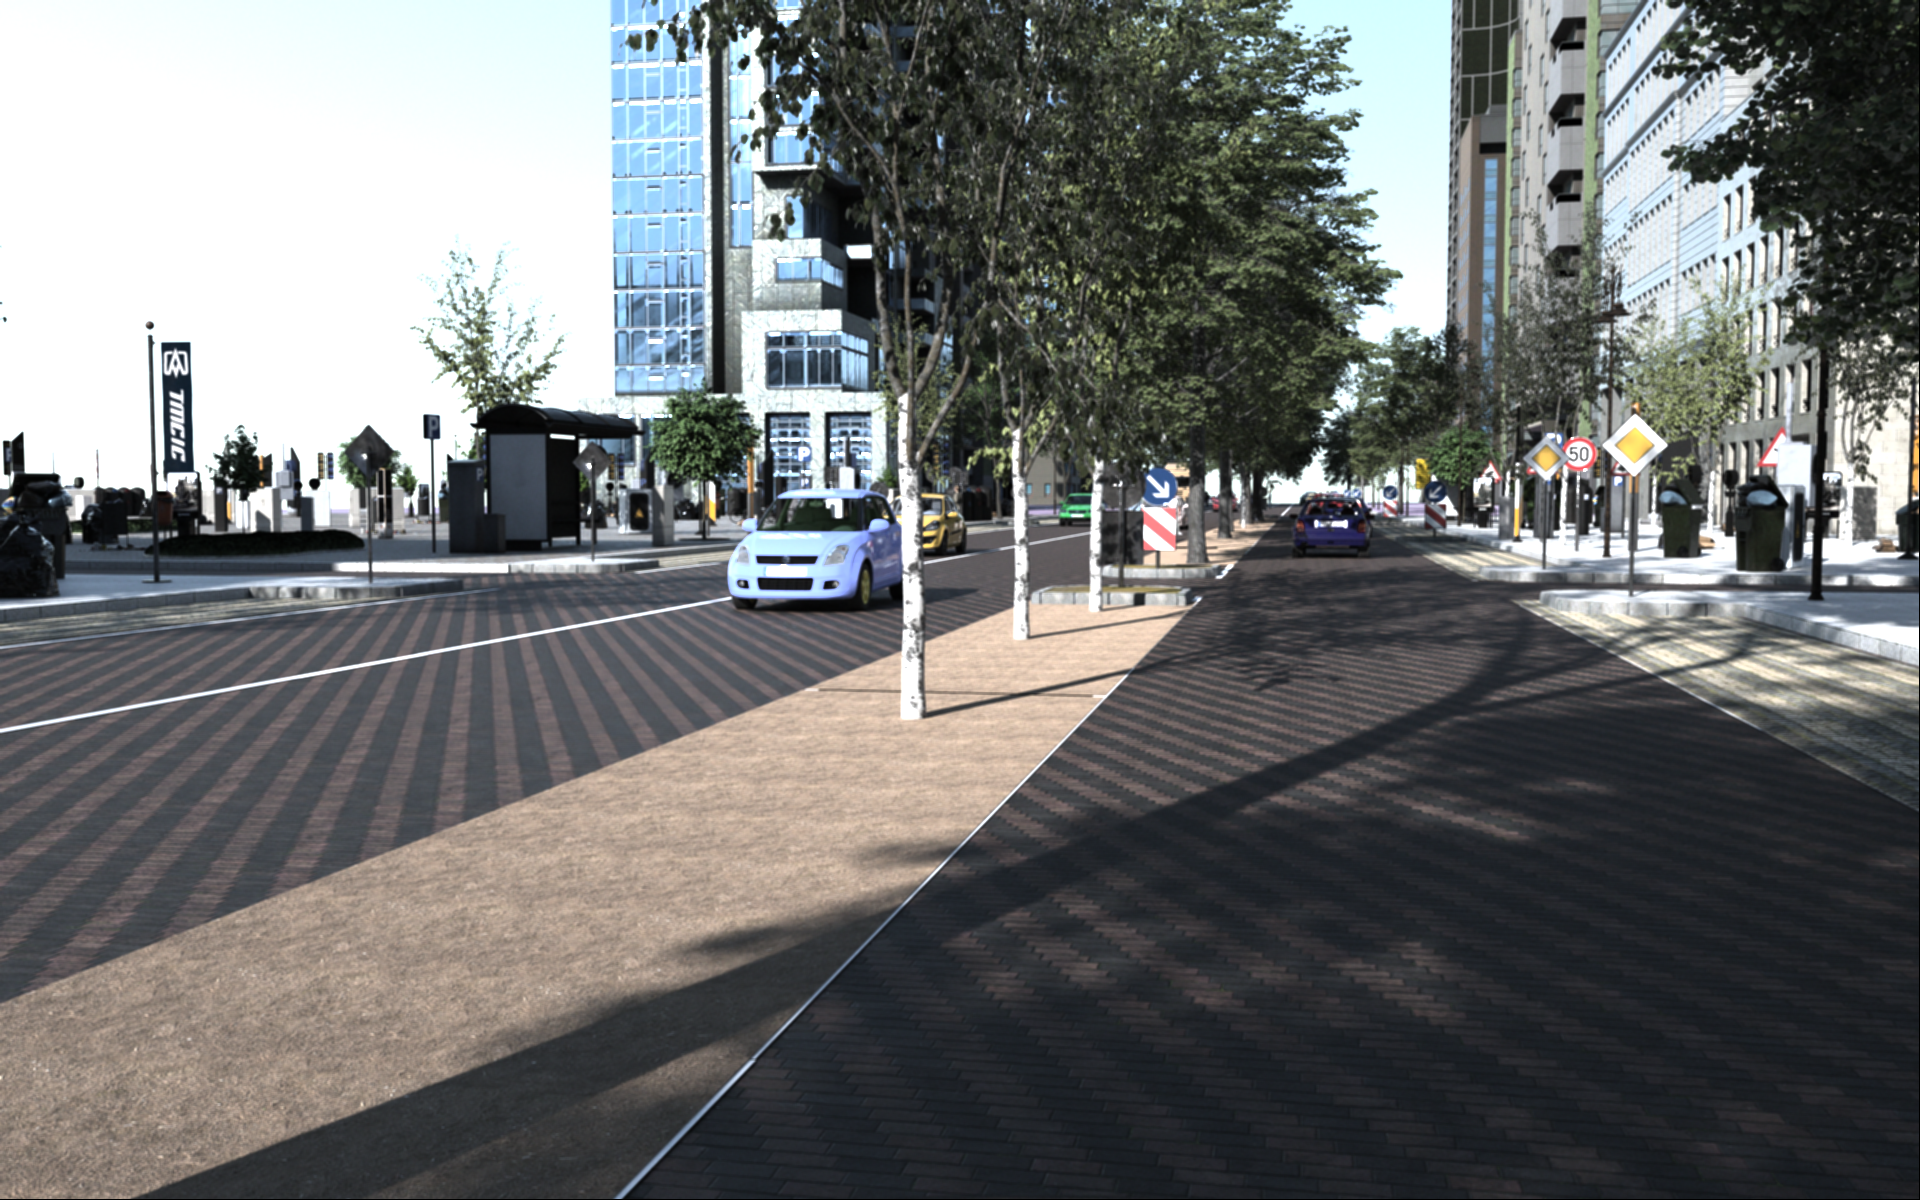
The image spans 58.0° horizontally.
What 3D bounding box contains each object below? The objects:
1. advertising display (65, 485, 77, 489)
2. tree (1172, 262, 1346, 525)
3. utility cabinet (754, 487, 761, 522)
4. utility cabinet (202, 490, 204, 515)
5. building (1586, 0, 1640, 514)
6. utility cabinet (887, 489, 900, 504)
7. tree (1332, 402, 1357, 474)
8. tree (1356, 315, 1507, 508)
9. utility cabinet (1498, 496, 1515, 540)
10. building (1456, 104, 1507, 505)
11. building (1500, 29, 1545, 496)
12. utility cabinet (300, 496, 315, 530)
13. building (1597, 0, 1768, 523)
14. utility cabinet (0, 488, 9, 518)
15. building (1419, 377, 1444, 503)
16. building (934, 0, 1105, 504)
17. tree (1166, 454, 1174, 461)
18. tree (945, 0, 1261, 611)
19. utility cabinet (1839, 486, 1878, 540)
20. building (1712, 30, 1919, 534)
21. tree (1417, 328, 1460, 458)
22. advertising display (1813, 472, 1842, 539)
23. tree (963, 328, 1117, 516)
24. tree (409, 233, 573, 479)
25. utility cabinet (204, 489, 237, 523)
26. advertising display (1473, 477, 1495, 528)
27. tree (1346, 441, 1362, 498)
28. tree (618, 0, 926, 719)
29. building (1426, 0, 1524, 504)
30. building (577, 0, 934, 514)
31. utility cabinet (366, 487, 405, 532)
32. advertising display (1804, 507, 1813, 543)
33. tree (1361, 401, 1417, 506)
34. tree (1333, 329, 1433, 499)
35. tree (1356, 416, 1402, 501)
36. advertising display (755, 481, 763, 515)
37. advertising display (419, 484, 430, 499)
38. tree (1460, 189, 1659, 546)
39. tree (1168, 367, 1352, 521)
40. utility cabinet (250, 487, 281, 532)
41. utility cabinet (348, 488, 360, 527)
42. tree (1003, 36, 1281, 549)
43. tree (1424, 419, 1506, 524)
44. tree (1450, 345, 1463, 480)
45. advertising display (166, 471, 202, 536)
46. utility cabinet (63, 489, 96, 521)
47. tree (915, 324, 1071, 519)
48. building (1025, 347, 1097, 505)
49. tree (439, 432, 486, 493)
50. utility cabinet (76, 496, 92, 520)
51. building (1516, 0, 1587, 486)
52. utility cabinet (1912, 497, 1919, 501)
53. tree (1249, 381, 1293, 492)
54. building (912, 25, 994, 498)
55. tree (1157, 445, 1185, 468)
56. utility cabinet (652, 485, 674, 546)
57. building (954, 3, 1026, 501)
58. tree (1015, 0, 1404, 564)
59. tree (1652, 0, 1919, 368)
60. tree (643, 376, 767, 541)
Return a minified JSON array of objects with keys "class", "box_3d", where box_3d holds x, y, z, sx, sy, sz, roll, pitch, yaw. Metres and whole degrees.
[{"class":"advertising display","box_3d":[-61.514,-7.024,120.054,0.123,1.923,0.974,3,5,40]},{"class":"tree","box_3d":[13.423,-10.492,80.654,9.857,13.997,8.962,0,3,0]},{"class":"utility cabinet","box_3d":[-6.520,-2.841,55.132,0.318,1.500,1.173,0,3,0]},{"class":"utility cabinet","box_3d":[-37.193,-4.759,86.486,1.173,1.500,0.318,-1,4,-18]},{"class":"building","box_3d":[48.204,-26.329,114.072,14.154,41.232,14.086,1,4,11]},{"class":"utility cabinet","box_3d":[-2.759,-3.886,72.220,0.318,1.500,1.173,1,4,13]},{"class":"tree","box_3d":[38.911,-13.941,162.345,8.767,10.594,7.601,1,4,20]},{"class":"tree","box_3d":[24.869,-9.523,90.116,7.601,10.594,8.767,1,4,10]},{"class":"utility cabinet","box_3d":[15.542,-2.327,49.203,0.306,1.237,1.020,2,4,26]},{"class":"building","box_3d":[64.998,-33.586,199.239,14.600,45.320,14.200,1,4,11]},{"class":"building","box_3d":[55.823,-28.838,155.096,14.154,41.232,14.086,1,4,11]},{"class":"utility cabinet","box_3d":[-17.180,-2.109,45.645,0.306,1.237,1.020,-1,4,-17]},{"class":"building","box_3d":[39.570,-18.795,84.789,11.434,29.767,29.804,1,4,11]},{"class":"utility cabinet","box_3d":[-36.134,-3.488,65.703,1.173,1.500,0.318,-3,5,-41]},{"class":"building","box_3d":[78.998,-24.170,240.211,27.650,21.520,28.899,1,4,11]},{"class":"building","box_3d":[10.851,-57.070,245.766,22.319,86.520,31.000,1,4,11]},{"class":"tree","box_3d":[23.060,-21.057,200.165,12.611,20.169,13.585,0,3,0]},{"class":"tree","box_3d":[1.662,-4.173,21.049,4.737,8.622,4.395,0,3,0]},{"class":"utility cabinet","box_3d":[24.929,-2.408,48.054,1.173,1.500,0.318,-2,4,-27]},{"class":"building","box_3d":[34.489,-12.661,61.763,10.420,20.320,16.860,1,4,11]},{"class":"tree","box_3d":[30.012,-12.100,115.964,7.486,12.596,7.792,0,3,0]},{"class":"advertising display","box_3d":[24.955,-2.746,50.114,0.974,1.923,0.123,2,4,25]},{"class":"tree","box_3d":[3.807,-10.791,102.194,9.928,11.665,9.643,0,3,0]},{"class":"tree","box_3d":[-13.562,-6.083,49.815,4.737,8.622,4.395,0,3,0]},{"class":"utility cabinet","box_3d":[-32.500,-4.132,76.232,1.173,1.500,0.318,-1,4,-10]},{"class":"advertising display","box_3d":[19.697,-3.668,65.180,0.123,1.923,0.974,-2,4,-29]},{"class":"tree","box_3d":[43.543,-14.369,185.298,4.737,8.622,4.395,0,3,0]},{"class":"tree","box_3d":[-0.325,-3.529,10.516,4.360,8.622,3.978,0,3,0]},{"class":"building","box_3d":[69.744,-47.528,215.336,20.563,71.187,20.611,1,4,11]},{"class":"building","box_3d":[-12.589,-49.649,124.437,22.319,86.520,31.000,1,4,11]},{"class":"utility cabinet","box_3d":[-19.279,-3.025,58.143,1.173,1.500,0.318,-2,4,-30]},{"class":"advertising display","box_3d":[21.934,-2.462,45.475,0.974,1.923,0.123,-2,4,-29]},{"class":"tree","box_3d":[33.938,-11.252,134.327,4.737,8.622,4.395,0,3,0]},{"class":"tree","box_3d":[47.518,-20.964,198.656,12.611,20.169,13.585,0,3,0]},{"class":"tree","box_3d":[35.731,-12.016,146.826,4.360,8.622,3.978,0,3,0]},{"class":"advertising display","box_3d":[-9.973,-4.940,85.983,0.123,1.923,0.974,1,4,11]},{"class":"advertising display","box_3d":[-32.847,-6.176,106.193,0.123,1.923,0.974,1,4,16]},{"class":"tree","box_3d":[15.040,-5.659,42.888,4.360,8.622,3.978,0,3,0]},{"class":"tree","box_3d":[15.610,-10.488,90.950,9.611,12.733,9.660,0,3,0]},{"class":"utility cabinet","box_3d":[-22.096,-2.837,55.056,1.173,1.500,0.318,2,4,33]},{"class":"utility cabinet","box_3d":[-23.424,-3.563,66.936,0.318,1.500,1.173,-2,4,-25]},{"class":"tree","box_3d":[6.124,-8.086,45.038,12.009,13.543,11.850,0,3,0]},{"class":"tree","box_3d":[21.863,-5.577,74.898,4.285,4.588,4.351,0,3,0]},{"class":"tree","box_3d":[18.141,-6.539,57.271,4.360,8.622,3.978,0,3,0]},{"class":"advertising display","box_3d":[-21.673,-2.640,48.374,0.974,1.923,0.123,1,4,9]},{"class":"utility cabinet","box_3d":[-35.593,-3.754,70.052,1.173,1.500,0.318,-1,4,-19]},{"class":"tree","box_3d":[1.921,-9.448,88.883,8.767,10.594,7.601,-2,4,-25]},{"class":"building","box_3d":[2.255,-22.859,218.777,27.650,21.520,28.899,1,4,11]},{"class":"tree","box_3d":[-15.096,-3.628,53.927,1.663,3.219,1.824,0,3,0]},{"class":"utility cabinet","box_3d":[-32.723,-3.276,64.722,0.306,1.237,1.020,-3,5,-41]},{"class":"building","box_3d":[58.544,-33.258,133.013,28.713,52.752,27.495,1,4,11]},{"class":"utility cabinet","box_3d":[22.074,-1.709,39.100,1.020,1.237,0.306,3,5,45]},{"class":"tree","box_3d":[11.961,-7.333,72.712,4.360,8.622,3.978,0,3,0]},{"class":"building","box_3d":[-5.219,-28.368,147.405,14.154,41.232,14.086,1,4,11]},{"class":"tree","box_3d":[29.561,-18.078,229.991,8.767,10.594,7.601,3,5,40]},{"class":"utility cabinet","box_3d":[-7.327,-2.079,42.672,0.318,1.500,1.173,0,4,2]},{"class":"building","box_3d":[-1.851,-31.247,161.005,14.600,45.320,14.200,1,4,11]},{"class":"tree","box_3d":[4.873,-6.976,34.649,7.486,12.596,7.792,0,3,0]},{"class":"tree","box_3d":[9.413,-6.467,12.395,9.857,13.997,8.962,0,3,0]},{"class":"tree","box_3d":[-7.113,-3.945,48.215,4.285,4.588,4.351,0,3,0]}]
